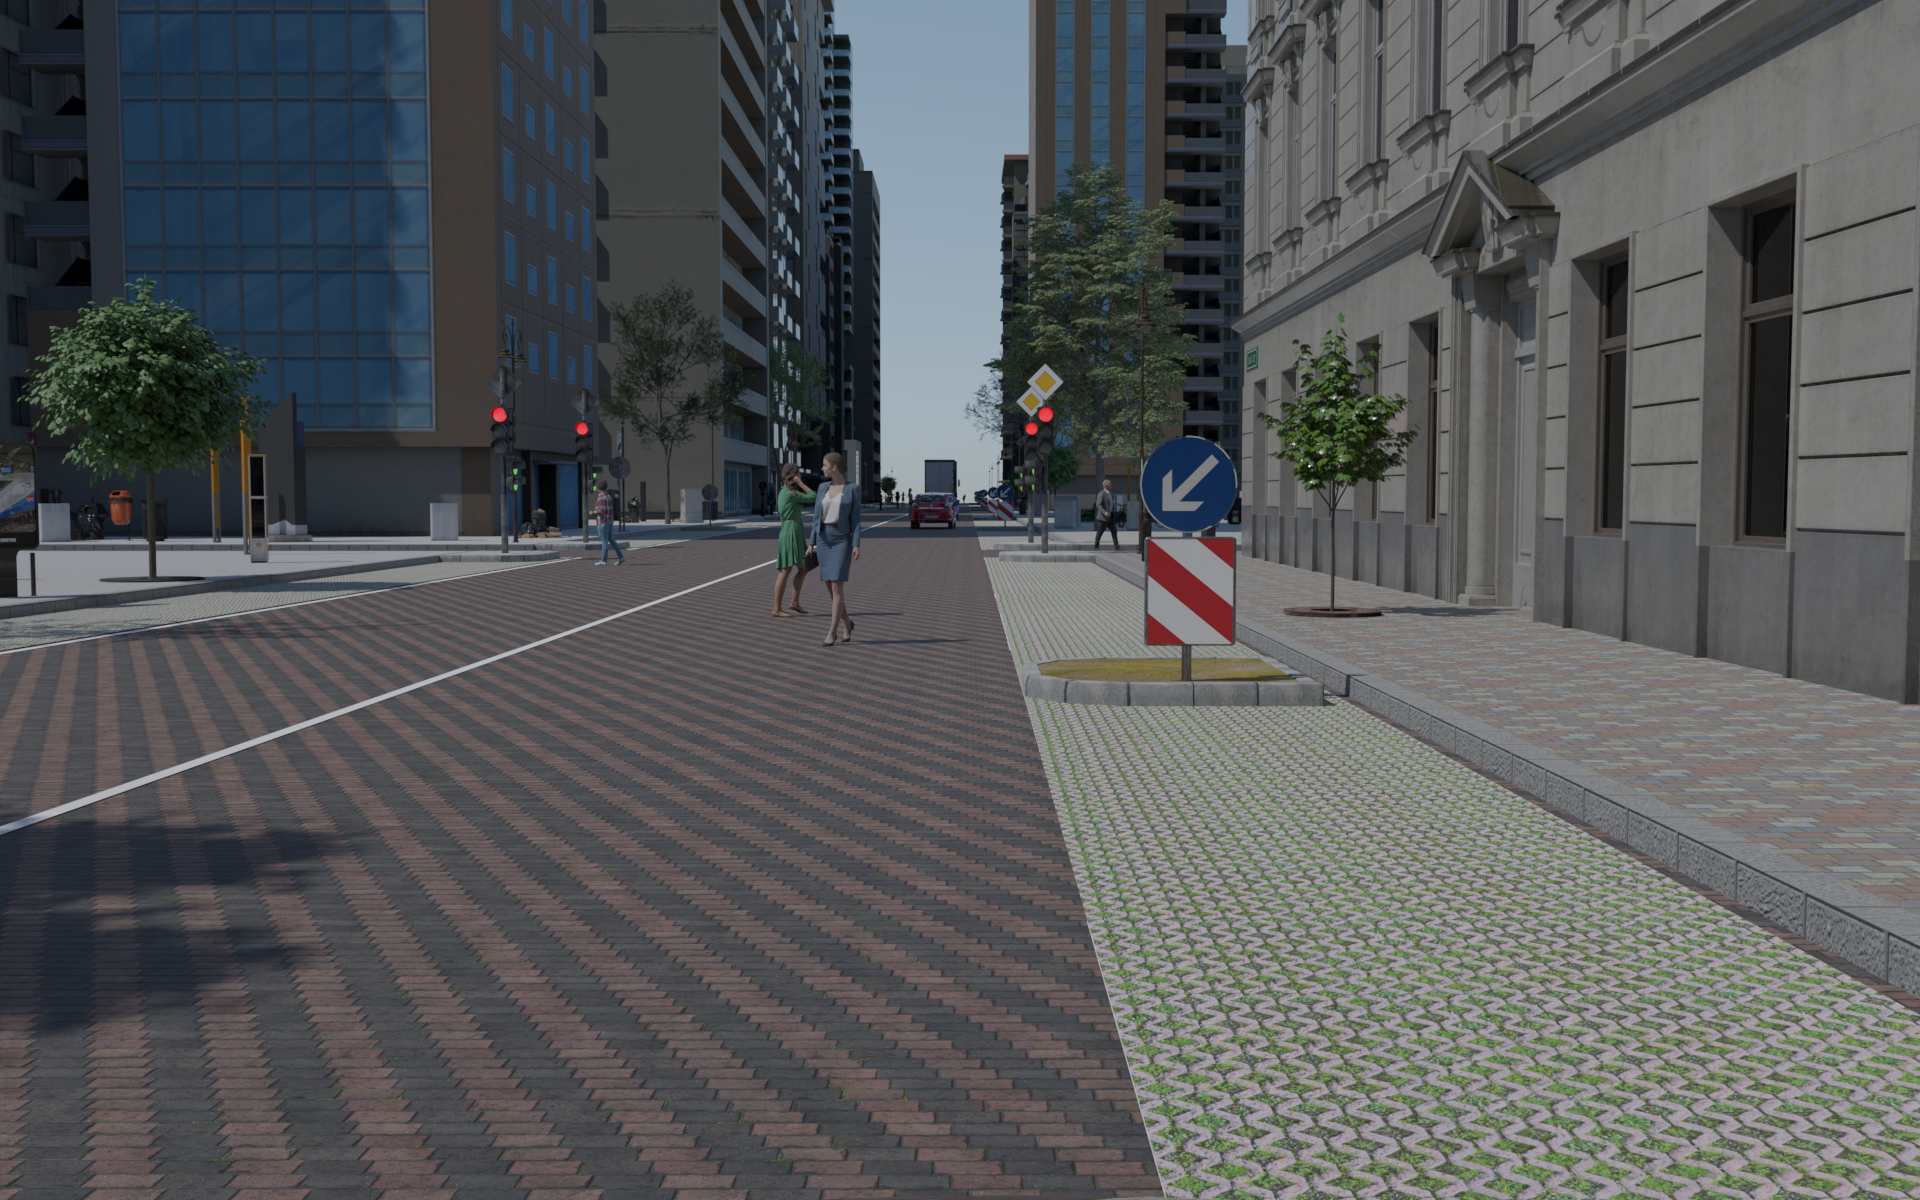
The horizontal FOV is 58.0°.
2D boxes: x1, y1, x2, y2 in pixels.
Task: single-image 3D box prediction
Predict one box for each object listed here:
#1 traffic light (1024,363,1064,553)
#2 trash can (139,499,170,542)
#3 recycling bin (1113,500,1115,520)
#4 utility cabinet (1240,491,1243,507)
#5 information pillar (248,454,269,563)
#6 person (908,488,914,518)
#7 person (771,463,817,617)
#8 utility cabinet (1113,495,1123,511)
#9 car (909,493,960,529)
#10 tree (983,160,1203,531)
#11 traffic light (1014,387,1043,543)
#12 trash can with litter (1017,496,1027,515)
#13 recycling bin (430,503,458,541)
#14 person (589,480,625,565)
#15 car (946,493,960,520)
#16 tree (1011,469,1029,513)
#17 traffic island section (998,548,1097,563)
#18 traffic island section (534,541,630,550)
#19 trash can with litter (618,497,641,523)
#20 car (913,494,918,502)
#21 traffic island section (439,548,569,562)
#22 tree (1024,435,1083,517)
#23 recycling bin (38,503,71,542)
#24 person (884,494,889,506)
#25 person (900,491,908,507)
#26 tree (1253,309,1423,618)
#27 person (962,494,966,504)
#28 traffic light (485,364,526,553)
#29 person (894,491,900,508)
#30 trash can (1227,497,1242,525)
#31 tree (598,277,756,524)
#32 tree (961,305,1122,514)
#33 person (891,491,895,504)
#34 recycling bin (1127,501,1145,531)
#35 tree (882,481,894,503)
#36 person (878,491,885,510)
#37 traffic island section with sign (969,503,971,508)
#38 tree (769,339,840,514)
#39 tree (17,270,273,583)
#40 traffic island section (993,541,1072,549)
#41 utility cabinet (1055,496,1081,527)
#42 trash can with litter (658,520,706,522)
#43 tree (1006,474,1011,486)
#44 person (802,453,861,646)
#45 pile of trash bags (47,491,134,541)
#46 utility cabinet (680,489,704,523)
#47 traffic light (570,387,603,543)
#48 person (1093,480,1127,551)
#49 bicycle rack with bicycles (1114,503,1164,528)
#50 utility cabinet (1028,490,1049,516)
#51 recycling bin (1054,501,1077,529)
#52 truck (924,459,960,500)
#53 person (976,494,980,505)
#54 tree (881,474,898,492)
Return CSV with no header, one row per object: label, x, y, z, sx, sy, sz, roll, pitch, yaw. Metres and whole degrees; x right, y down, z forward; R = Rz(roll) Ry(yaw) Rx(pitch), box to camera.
traffic light,1.818,-2.965,37.405,0.839,4.253,0.868,0,4,0
trash can,-21.802,-2.156,46.905,0.748,1.137,0.748,0,3,0
recycling bin,6.306,-3.809,74.826,0.722,1.027,0.722,0,4,7
utility cabinet,19.510,-6.732,118.747,0.318,1.500,1.173,2,4,31
information pillar,-13.068,-1.698,32.262,0.304,2.012,0.304,-1,4,-17
person,-2.793,-5.657,101.272,0.573,1.790,0.520,-2,4,-27
person,-1.987,-0.704,20.252,0.529,1.795,0.600,-2,4,-32
utility cabinet,10.530,-6.381,115.494,0.306,1.237,1.020,2,4,27
car,-1.099,-3.897,72.754,2.155,1.783,4.494,0,4,2
tree,4.604,-8.671,59.900,7.486,12.596,7.792,0,3,0
traffic light,1.846,-3.454,45.390,0.839,4.253,0.868,0,4,0
trash can with litter,3.812,-5.811,106.391,0.624,1.170,1.055,0,4,2
recycling bin,-14.235,-2.156,47.804,0.722,1.027,0.722,-1,4,-17
person,-7.116,-1.563,34.895,0.643,1.720,0.563,1,4,11
car,-0.952,-5.438,98.508,1.945,1.707,3.694,0,4,-2
tree,4.721,-7.629,119.337,1.663,3.219,1.824,0,3,0
traffic island section,1.858,-0.932,37.518,2.009,0.180,2.903,0,4,0
traffic island section,-9.856,-1.423,45.549,2.009,0.180,2.903,0,4,0
trash can with litter,-14.630,-3.989,76.601,1.055,1.170,0.624,2,4,24
car,-4.930,-12.987,221.126,1.959,1.807,4.718,0,4,2
traffic island section,-9.883,-0.935,37.564,2.009,0.180,2.903,0,4,0
tree,5.250,-6.939,97.171,4.285,4.588,4.351,0,3,0
recycling bin,-24.337,-2.073,46.440,0.722,1.027,0.722,-3,5,-40
person,-8.828,-11.906,206.389,0.991,1.433,0.599,-3,4,-38
person,-6.466,-11.441,196.283,1.217,1.735,0.721,-1,4,-19
tree,3.962,-1.445,18.220,1.663,3.219,1.824,0,3,0
person,0.618,-14.405,247.249,0.421,1.427,0.697,-2,4,-28
traffic light,-9.843,-2.967,37.429,0.839,4.253,0.868,0,4,0
person,-6.545,-10.454,179.936,0.721,1.766,1.217,-2,4,-32
trash can,11.572,-3.749,72.945,0.748,1.137,0.748,0,3,0
tree,-12.257,-8.520,73.707,8.767,10.594,7.601,2,4,26
tree,5.354,-12.204,109.899,12.009,13.543,11.850,0,3,0
person,-9.189,-13.715,232.748,1.348,1.824,0.705,0,4,6
recycling bin,6.282,-2.976,61.210,0.722,1.027,0.722,1,4,10
tree,-11.220,-16.476,263.988,1.663,3.219,1.824,0,3,0
person,-6.977,-8.863,154.087,0.721,1.739,1.217,-2,4,-31
traffic island section with sign,1.905,-8.375,145.560,1.989,1.847,2.006,0,4,0
tree,-11.633,-11.395,112.060,9.928,11.665,9.643,0,3,0
tree,-12.098,-2.564,25.642,4.285,4.588,4.351,0,3,0
traffic island section,1.886,-1.420,45.503,2.009,0.180,2.903,0,4,0
utility cabinet,4.238,-3.480,68.062,1.020,1.237,0.306,2,4,34
trash can with litter,-12.775,-4.207,79.847,2.233,1.210,1.678,1,4,10
tree,4.081,-8.605,135.300,1.663,3.219,1.824,0,3,0
person,-1.148,-0.489,16.513,0.581,1.822,0.654,3,4,38
pile of trash bags,-24.358,-2.341,48.028,3.447,1.369,1.912,1,4,18
utility cabinet,-11.749,-4.115,75.961,0.318,1.500,1.173,2,4,34
traffic light,-9.816,-3.455,45.414,0.839,4.253,0.868,0,4,0
person,3.653,-2.047,42.361,0.834,1.777,0.661,2,4,30
bicycle rack with bicycles,6.730,-3.225,66.106,2.852,0.926,2.925,3,5,45
utility cabinet,4.518,-5.581,99.932,1.173,1.500,0.318,1,4,18
recycling bin,3.935,-3.185,64.625,0.722,1.027,0.722,1,4,14
truck,-1.526,-9.603,145.915,2.839,4.237,11.283,0,4,1
person,2.494,-13.181,224.561,0.990,1.755,0.434,2,4,29
tree,-11.500,-17.809,274.887,4.285,4.588,4.351,0,3,0
